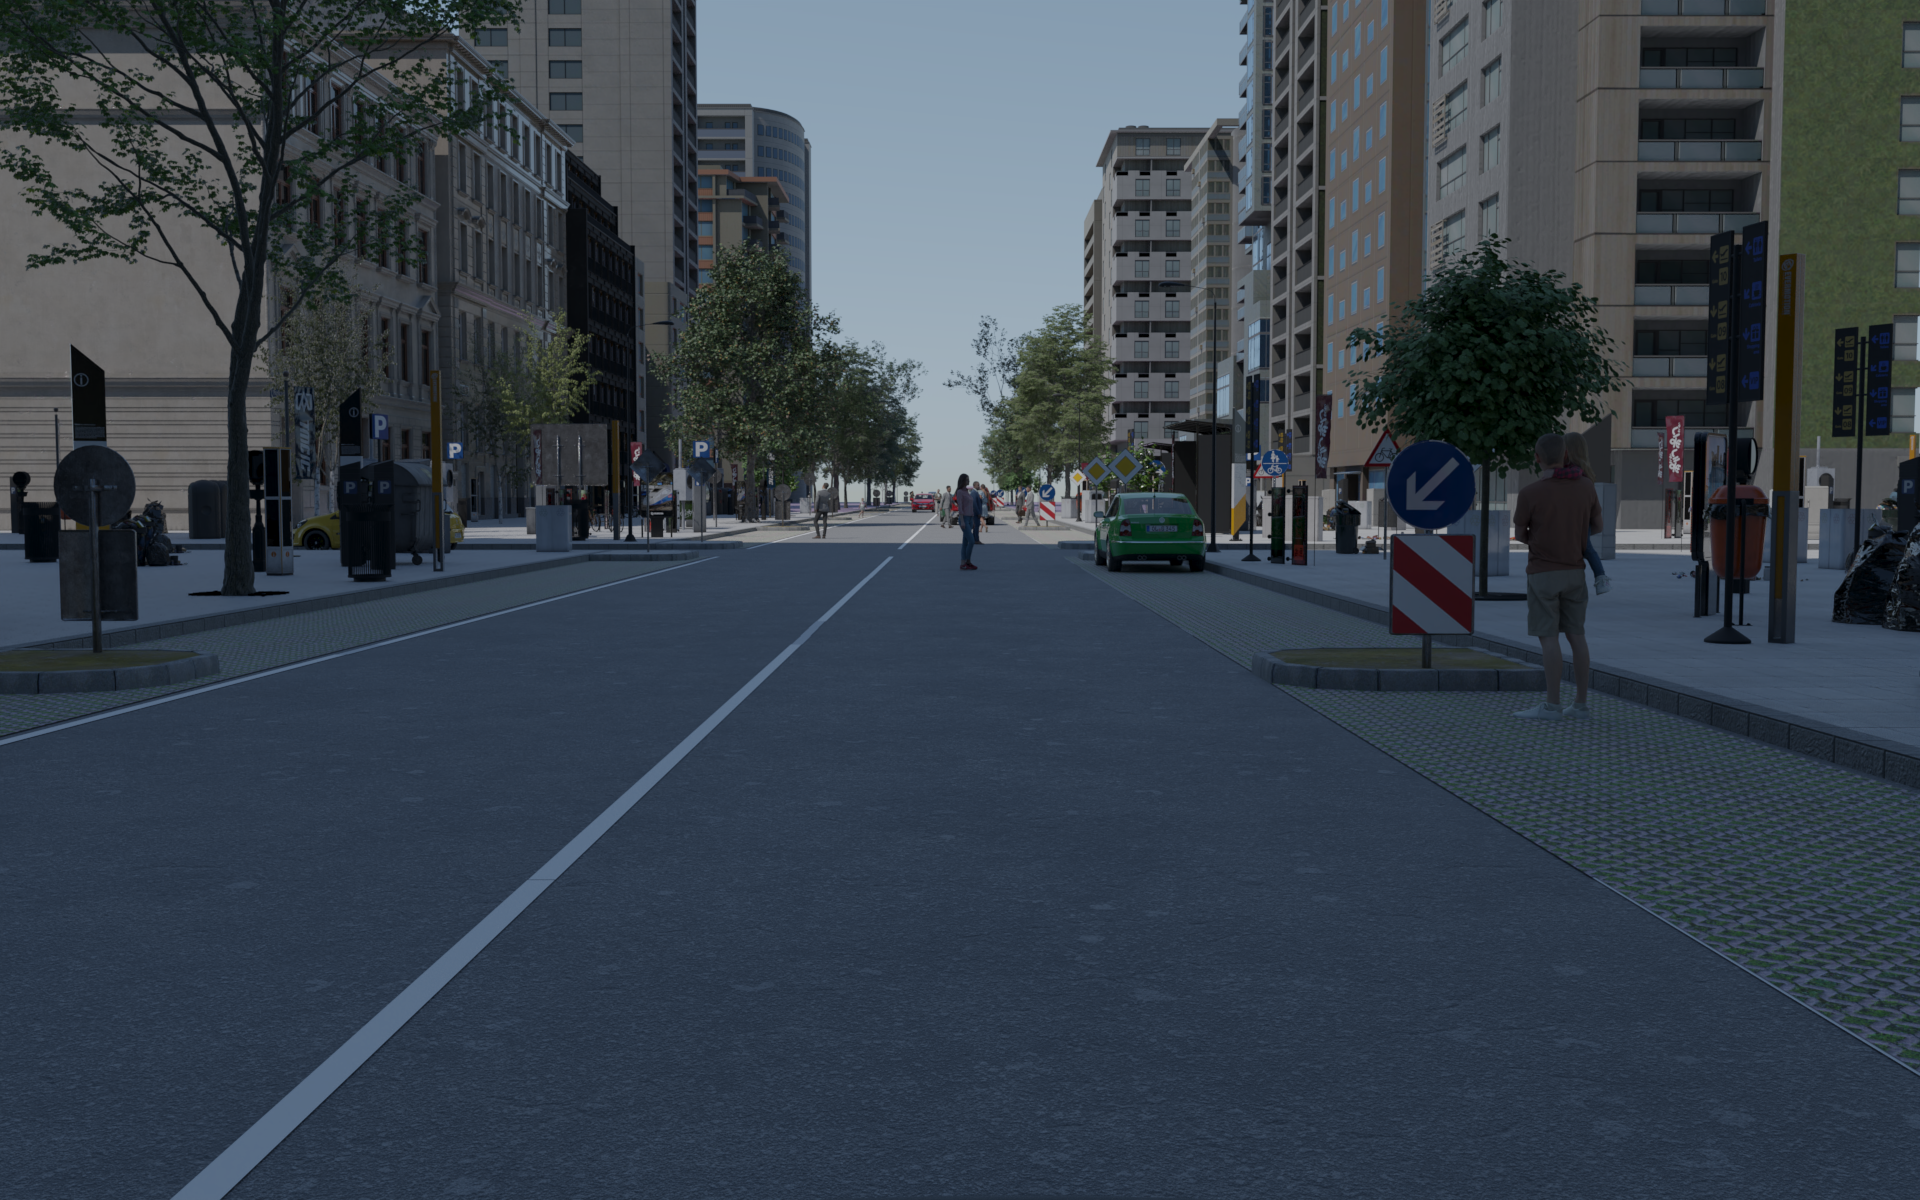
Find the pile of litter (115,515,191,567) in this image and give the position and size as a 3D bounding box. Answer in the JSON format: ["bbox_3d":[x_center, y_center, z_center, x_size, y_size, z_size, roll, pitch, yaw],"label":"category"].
[{"bbox_3d":[-14.764,-1.035,30.894,1.719,0.858,1.176,-1,4,-9],"label":"pile of litter"}]

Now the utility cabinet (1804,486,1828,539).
[{"bbox_3d":[23.658,-2.438,48.544,1.173,1.500,0.318,2,4,23],"label":"utility cabinet"}]

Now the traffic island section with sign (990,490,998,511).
[{"bbox_3d":[3.268,-8.386,145.744,1.989,1.847,2.006,0,3,0],"label":"traffic island section with sign"}]

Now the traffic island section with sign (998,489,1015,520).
[{"bbox_3d":[3.283,-5.343,95.990,1.989,1.847,2.006,0,3,0],"label":"traffic island section with sign"}]

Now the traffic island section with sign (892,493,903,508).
[{"bbox_3d":[-6.996,-10.062,173.148,1.989,1.847,2.006,0,3,0],"label":"traffic island section with sign"}]

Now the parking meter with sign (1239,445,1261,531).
[{"bbox_3d":[10.143,-3.949,60.829,0.543,3.016,1.738,1,4,19],"label":"parking meter with sign"}]

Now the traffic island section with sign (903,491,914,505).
[{"bbox_3d":[-7.021,-13.407,227.835,1.989,1.847,2.006,0,3,0],"label":"traffic island section with sign"}]

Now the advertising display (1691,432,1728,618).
[{"bbox_3d":[7.909,-0.799,18.285,0.123,1.923,0.974,3,4,36],"label":"advertising display"}]

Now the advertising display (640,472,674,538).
[{"bbox_3d":[-8.904,-2.791,50.851,0.974,1.923,0.123,-1,4,-14],"label":"advertising display"}]

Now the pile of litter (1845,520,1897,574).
[{"bbox_3d":[15.128,-0.859,28.015,1.719,0.858,1.176,0,4,3],"label":"pile of litter"}]

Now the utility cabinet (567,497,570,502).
[{"bbox_3d":[-11.698,-2.457,51.338,0.306,1.237,1.020,-1,4,-14],"label":"utility cabinet"}]

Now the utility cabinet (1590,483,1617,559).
[{"bbox_3d":[12.514,-1.561,34.201,0.318,1.500,1.173,-1,4,-10],"label":"utility cabinet"}]

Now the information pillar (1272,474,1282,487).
[{"bbox_3d":[15.516,-5.705,84.625,0.504,3.616,0.183,-1,4,-10],"label":"information pillar"}]

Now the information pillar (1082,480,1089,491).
[{"bbox_3d":[6.544,-5.252,90.357,0.304,2.012,0.304,2,4,25],"label":"information pillar"}]

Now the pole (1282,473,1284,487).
[{"bbox_3d":[19.242,-6.699,103.378,0.158,3.312,0.155,0,3,0],"label":"pole"}]

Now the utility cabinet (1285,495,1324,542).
[{"bbox_3d":[9.355,-2.198,47.094,1.020,1.237,0.306,3,5,40],"label":"utility cabinet"}]

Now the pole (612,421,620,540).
[{"bbox_3d":[-9.548,-3.318,48.093,0.158,3.312,0.155,0,3,0],"label":"pole"}]

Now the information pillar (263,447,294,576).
[{"bbox_3d":[-10.719,-1.391,27.241,0.304,2.012,0.304,1,4,15],"label":"information pillar"}]

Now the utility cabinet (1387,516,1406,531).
[{"bbox_3d":[15.386,-3.060,61.190,0.306,1.237,1.020,3,5,44],"label":"utility cabinet"}]

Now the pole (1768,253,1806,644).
[{"bbox_3d":[7.079,-1.283,14.828,0.158,3.312,0.155,0,3,0],"label":"pole"}]

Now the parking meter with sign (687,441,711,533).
[{"bbox_3d":[-8.683,-3.764,57.799,0.543,3.016,1.738,-1,4,-13],"label":"parking meter with sign"}]

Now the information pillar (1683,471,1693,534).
[{"bbox_3d":[23.324,-3.106,55.276,0.304,2.012,0.304,-2,4,-27],"label":"information pillar"}]

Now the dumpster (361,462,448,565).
[{"bbox_3d":[-10.274,-1.592,31.788,1.264,1.857,1.865,0,3,0],"label":"dumpster"}]

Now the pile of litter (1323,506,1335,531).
[{"bbox_3d":[12.810,-2.859,60.709,1.719,0.858,1.176,-3,4,-36],"label":"pile of litter"}]

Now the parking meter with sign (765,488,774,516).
[{"bbox_3d":[-11.401,-6.562,103.552,0.543,3.016,1.738,-1,4,-22],"label":"parking meter with sign"}]

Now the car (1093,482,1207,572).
[{"bbox_3d":[3.585,-1.490,33.156,1.959,1.807,4.718,0,4,-1],"label":"car"}]

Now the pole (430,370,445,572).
[{"bbox_3d":[-8.649,-2.129,28.649,0.158,3.312,0.155,0,3,0],"label":"pole"}]

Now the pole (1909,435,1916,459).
[{"bbox_3d":[32.878,-4.036,59.835,0.158,3.312,0.155,0,3,0],"label":"pole"}]

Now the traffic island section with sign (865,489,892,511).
[{"bbox_3d":[-6.971,-8.414,146.193,1.989,1.847,2.006,0,3,0],"label":"traffic island section with sign"}]

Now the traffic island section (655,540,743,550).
[{"bbox_3d":[-6.892,-1.459,46.132,2.009,0.180,2.903,0,3,0],"label":"traffic island section"}]

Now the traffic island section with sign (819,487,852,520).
[{"bbox_3d":[-6.932,-5.269,94.775,1.989,1.847,2.006,0,3,0],"label":"traffic island section with sign"}]

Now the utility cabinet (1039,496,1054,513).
[{"bbox_3d":[5.800,-6.415,116.042,1.020,1.237,0.306,-1,4,-18],"label":"utility cabinet"}]

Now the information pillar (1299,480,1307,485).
[{"bbox_3d":[17.884,-5.259,90.475,0.304,2.012,0.304,-1,4,-22],"label":"information pillar"}]

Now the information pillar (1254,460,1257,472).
[{"bbox_3d":[13.064,-5.275,77.593,0.504,3.616,0.183,2,4,25],"label":"information pillar"}]

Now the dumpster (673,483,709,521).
[{"bbox_3d":[-10.204,-3.785,64.378,1.502,2.255,1.985,0,3,0],"label":"dumpster"}]

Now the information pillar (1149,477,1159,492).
[{"bbox_3d":[6.602,-3.354,59.332,0.304,2.012,0.304,-3,5,-44],"label":"information pillar"}]

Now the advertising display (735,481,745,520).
[{"bbox_3d":[-10.777,-4.872,84.871,0.123,1.923,0.974,1,4,18],"label":"advertising display"}]

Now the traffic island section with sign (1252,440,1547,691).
[{"bbox_3d":[3.339,-0.295,13.444,1.989,1.847,2.006,0,3,0],"label":"traffic island section with sign"}]

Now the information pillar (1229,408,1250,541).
[{"bbox_3d":[7.582,-3.411,47.130,0.504,3.616,0.183,-3,4,-38],"label":"information pillar"}]

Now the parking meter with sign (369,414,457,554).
[{"bbox_3d":[-11.885,-2.525,37.550,1.738,3.016,0.543,1,4,19],"label":"parking meter with sign"}]

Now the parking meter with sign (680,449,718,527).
[{"bbox_3d":[-10.249,-4.323,66.946,1.738,3.016,0.543,0,4,4],"label":"parking meter with sign"}]

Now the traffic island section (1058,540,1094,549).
[{"bbox_3d":[3.649,-1.459,46.135,2.009,0.180,2.903,0,3,0],"label":"traffic island section"}]

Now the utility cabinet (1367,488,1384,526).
[{"bbox_3d":[16.457,-3.657,68.479,0.318,1.500,1.173,3,4,38],"label":"utility cabinet"}]

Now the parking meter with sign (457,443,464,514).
[{"bbox_3d":[-17.124,-3.770,57.907,0.543,3.016,1.738,0,4,2],"label":"parking meter with sign"}]

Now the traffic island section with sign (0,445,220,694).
[{"bbox_3d":[-6.882,-0.284,13.268,1.989,1.847,2.006,0,3,0],"label":"traffic island section with sign"}]

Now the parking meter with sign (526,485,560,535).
[{"bbox_3d":[-13.302,-3.630,55.615,0.543,3.016,1.738,1,4,18],"label":"parking meter with sign"}]

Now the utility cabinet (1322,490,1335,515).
[{"bbox_3d":[17.902,-4.621,84.235,0.318,1.500,1.173,0,4,-6],"label":"utility cabinet"}]

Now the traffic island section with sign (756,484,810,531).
[{"bbox_3d":[-6.913,-3.620,67.820,1.989,1.847,2.006,0,3,0],"label":"traffic island section with sign"}]

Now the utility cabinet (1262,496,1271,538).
[{"bbox_3d":[9.340,-2.411,50.576,1.020,1.237,0.306,3,5,43],"label":"utility cabinet"}]

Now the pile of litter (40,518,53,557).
[{"bbox_3d":[-18.242,-1.294,35.120,1.176,0.858,1.719,-1,4,-23],"label":"pile of litter"}]

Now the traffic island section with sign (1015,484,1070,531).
[{"bbox_3d":[3.303,-3.658,68.436,1.989,1.847,2.006,0,3,0],"label":"traffic island section with sign"}]

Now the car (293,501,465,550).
[{"bbox_3d":[-14.047,-1.929,41.771,3.980,1.641,2.015,0,4,2],"label":"car"}]

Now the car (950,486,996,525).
[{"bbox_3d":[0.551,-4.425,81.023,2.281,1.827,5.304,0,4,-1],"label":"car"}]

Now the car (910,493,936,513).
[{"bbox_3d":[-2.812,-7.744,135.657,2.155,1.783,4.494,0,4,2],"label":"car"}]

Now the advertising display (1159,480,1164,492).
[{"bbox_3d":[8.883,-4.393,77.036,0.123,1.923,0.974,1,4,22],"label":"advertising display"}]

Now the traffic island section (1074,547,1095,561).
[{"bbox_3d":[3.655,-0.971,38.150,2.009,0.180,2.903,0,3,0],"label":"traffic island section"}]

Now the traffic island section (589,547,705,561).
[{"bbox_3d":[-6.887,-0.970,38.147,2.009,0.180,2.903,0,3,0],"label":"traffic island section"}]

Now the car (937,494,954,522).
[{"bbox_3d":[-0.147,-4.813,90.489,2.131,1.459,4.920,0,4,-1],"label":"car"}]
